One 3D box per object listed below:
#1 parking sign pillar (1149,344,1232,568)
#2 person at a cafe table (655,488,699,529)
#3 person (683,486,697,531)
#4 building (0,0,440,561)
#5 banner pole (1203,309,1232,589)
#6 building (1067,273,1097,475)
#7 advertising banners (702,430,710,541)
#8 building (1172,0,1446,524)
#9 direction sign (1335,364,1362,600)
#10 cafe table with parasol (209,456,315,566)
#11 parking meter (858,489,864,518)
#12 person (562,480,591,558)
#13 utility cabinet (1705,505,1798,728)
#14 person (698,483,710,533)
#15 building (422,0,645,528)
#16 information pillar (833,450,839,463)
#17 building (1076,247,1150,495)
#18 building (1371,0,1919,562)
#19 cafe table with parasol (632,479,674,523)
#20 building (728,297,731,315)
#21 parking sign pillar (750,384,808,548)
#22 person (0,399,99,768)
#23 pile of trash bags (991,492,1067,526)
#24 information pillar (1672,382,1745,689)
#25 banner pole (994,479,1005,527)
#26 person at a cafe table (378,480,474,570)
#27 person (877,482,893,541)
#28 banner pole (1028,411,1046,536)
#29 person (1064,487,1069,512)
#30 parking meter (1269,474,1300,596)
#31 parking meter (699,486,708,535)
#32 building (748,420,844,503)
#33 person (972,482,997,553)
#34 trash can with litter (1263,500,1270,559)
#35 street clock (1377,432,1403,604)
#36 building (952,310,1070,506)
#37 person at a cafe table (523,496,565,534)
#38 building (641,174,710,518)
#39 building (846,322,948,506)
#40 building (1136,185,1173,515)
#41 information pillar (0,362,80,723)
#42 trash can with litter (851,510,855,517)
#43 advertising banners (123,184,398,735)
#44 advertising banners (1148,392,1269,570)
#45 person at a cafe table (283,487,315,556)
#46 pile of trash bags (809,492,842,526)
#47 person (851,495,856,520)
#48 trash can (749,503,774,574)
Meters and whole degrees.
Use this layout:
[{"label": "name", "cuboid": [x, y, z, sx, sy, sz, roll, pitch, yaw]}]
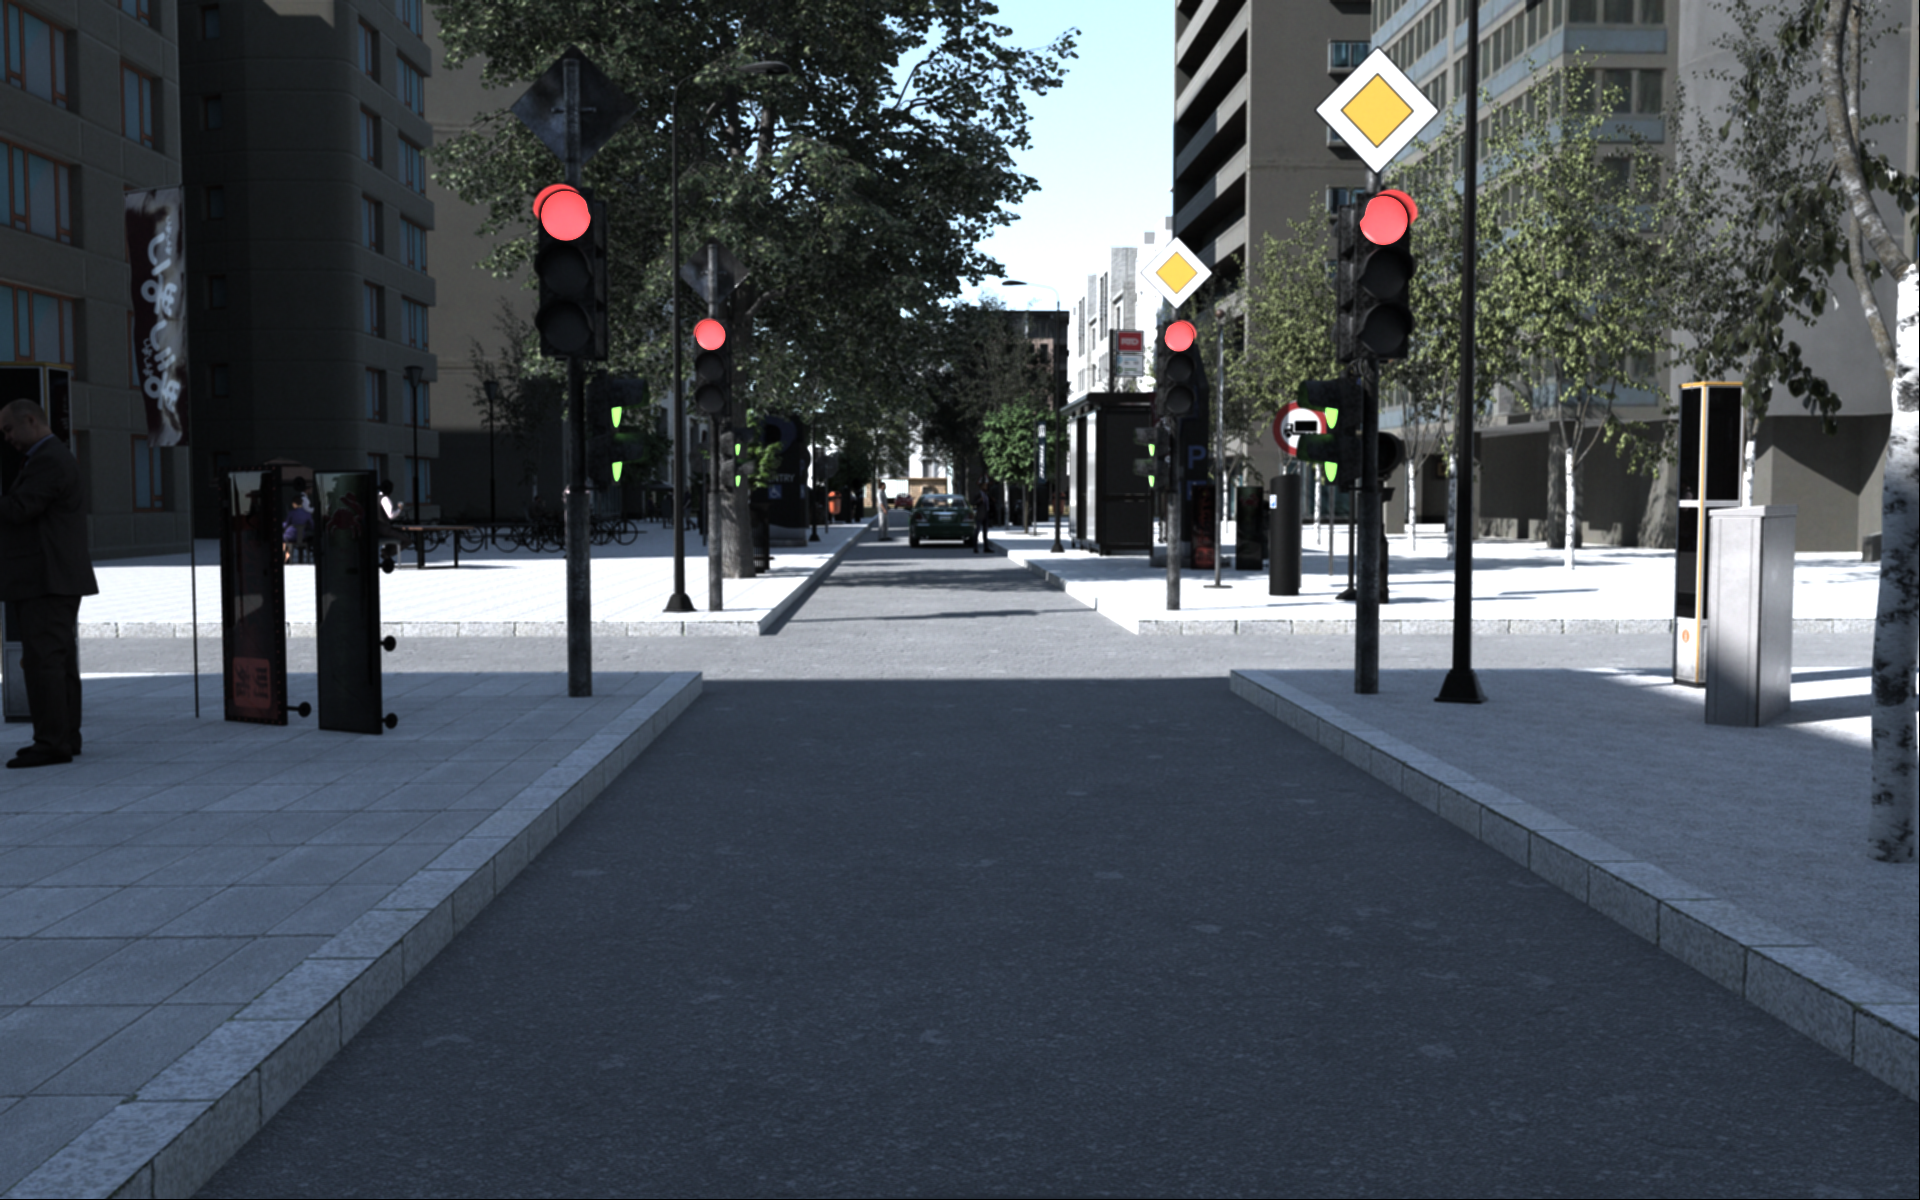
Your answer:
[{"label": "parking sign pillar", "cuboid": [4.068, -2.570, 30.484, 1.447, 3.967, 1.447, 0, 4, -1]}, {"label": "person at a cafe table", "cuboid": [-10.583, -3.441, 64.774, 1.698, 1.524, 1.622, 1, 4, 21]}, {"label": "person", "cuboid": [-9.513, -3.215, 60.811, 0.471, 1.553, 0.569, 1, 4, 9]}, {"label": "building", "cuboid": [-30.766, -12.079, 42.525, 27.650, 21.520, 28.899, 0, 4, -2]}, {"label": "banner pole", "cuboid": [3.506, -2.039, 23.352, 0.401, 3.779, 0.863, 0, 4, 5]}, {"label": "building", "cuboid": [17.788, -18.230, 154.475, 16.016, 20.091, 11.380, 0, 4, -2]}, {"label": "advertising banners", "cuboid": [-6.756, -3.091, 46.731, 0.090, 3.025, 2.074, -1, 4, -18]}, {"label": "building", "cuboid": [22.440, -28.079, 82.787, 21.300, 48.544, 21.600, 0, 4, -2]}, {"label": "direction sign", "cuboid": [4.754, -1.771, 20.960, 0.379, 3.537, 0.876, 1, 4, 23]}, {"label": "cafe table with parasol", "cuboid": [-12.427, -1.638, 31.648, 2.610, 1.966, 2.610, 1, 4, 15]}, {"label": "parking meter", "cuboid": [-5.432, -5.260, 94.416, 0.372, 1.533, 0.369, 0, 3, 0]}, {"label": "person", "cuboid": [-7.596, -1.694, 34.411, 0.551, 1.740, 0.621, -3, 4, -36]}, {"label": "utility cabinet", "cuboid": [4.550, 0.073, 9.970, 0.306, 1.237, 1.020, 2, 4, 35]}, {"label": "person", "cuboid": [-7.790, -2.821, 53.636, 0.593, 1.643, 0.415, -1, 4, -17]}, {"label": "building", "cuboid": [-26.184, -27.606, 75.056, 21.300, 48.544, 21.600, 0, 4, -2]}, {"label": "information pillar", "cuboid": [-6.633, -6.184, 92.457, 0.183, 3.616, 0.504, 3, 5, 40]}, {"label": "building", "cuboid": [18.821, -16.281, 132.659, 16.747, 18.905, 31.486, 0, 4, -2]}, {"label": "building", "cuboid": [25.055, -21.640, 45.689, 23.993, 40.220, 32.217, 0, 4, -2]}, {"label": "cafe table with parasol", "cuboid": [-13.711, -4.495, 78.355, 2.610, 1.966, 2.610, -2, 4, -35]}, {"label": "building", "cuboid": [-24.712, -18.006, 150.813, 11.380, 20.091, 16.016, 0, 4, -2]}, {"label": "parking sign pillar", "cuboid": [-4.445, -3.284, 42.163, 1.447, 3.967, 1.447, 1, 4, 14]}, {"label": "person", "cuboid": [-4.484, -0.097, 8.322, 0.565, 1.739, 0.600, 2, 4, 34]}, {"label": "pile of trash bags", "cuboid": [2.644, -3.713, 70.465, 3.447, 1.369, 1.912, 1, 4, 16]}, {"label": "information pillar", "cuboid": [4.979, -0.430, 11.521, 0.304, 2.012, 0.304, -1, 4, -8]}, {"label": "banner pole", "cuboid": [1.579, -4.726, 67.282, 0.401, 3.779, 0.863, 1, 4, 11]}, {"label": "person at a cafe table", "cuboid": [-9.547, -1.299, 29.755, 1.698, 1.524, 1.622, 3, 5, 40]}, {"label": "person", "cuboid": [-2.303, -2.713, 53.005, 0.789, 1.805, 0.875, 1, 4, 18]}, {"label": "banner pole", "cuboid": [2.388, -3.811, 52.330, 0.401, 3.779, 0.863, -2, 4, -28]}, {"label": "person", "cuboid": [7.670, -7.128, 122.601, 1.348, 1.822, 0.705, 0, 4, -3]}, {"label": "parking meter", "cuboid": [4.104, -0.825, 21.897, 0.372, 1.533, 0.369, 0, 3, 0]}, {"label": "parking meter", "cuboid": [-8.069, -2.839, 54.830, 0.372, 1.533, 0.369, 0, 3, 0]}, {"label": "building", "cuboid": [-26.851, -15.343, 193.012, 28.070, 9.664, 9.099, 0, 4, -2]}, {"label": "person", "cuboid": [0.593, -2.007, 42.141, 0.655, 1.722, 0.431, -3, 5, -41]}, {"label": "trash can with litter", "cuboid": [5.812, -1.407, 34.385, 0.624, 1.170, 1.055, 0, 4, -6]}, {"label": "street clock", "cuboid": [4.895, -0.956, 20.198, 0.471, 2.002, 0.358, 2, 4, 30]}, {"label": "building", "cuboid": [15.711, -21.987, 203.465, 32.646, 21.610, 27.936, 0, 4, -2]}, {"label": "person at a cafe table", "cuboid": [-12.760, -2.651, 54.206, 1.726, 1.238, 1.698, -2, 4, -25]}, {"label": "building", "cuboid": [-25.753, -14.875, 109.671, 16.747, 18.905, 31.486, 0, 4, -2]}, {"label": "building", "cuboid": [-7.240, -20.800, 196.491, 11.380, 20.091, 16.016, 0, 4, -2]}, {"label": "building", "cuboid": [19.452, -15.524, 110.240, 16.016, 20.091, 11.380, 0, 4, -2]}, {"label": "information pillar", "cuboid": [-5.218, -0.324, 9.792, 0.304, 2.012, 0.304, 0, 4, -2]}, {"label": "trash can with litter", "cuboid": [-5.731, -4.900, 91.496, 1.055, 1.170, 0.624, 3, 4, 37]}, {"label": "advertising banners", "cuboid": [-3.922, -0.820, 9.599, 2.074, 3.025, 0.090, 2, 4, 29]}, {"label": "advertising banners", "cuboid": [4.190, -2.027, 29.334, 2.074, 3.025, 0.090, 1, 4, 20]}, {"label": "person at a cafe table", "cuboid": [-12.989, -1.642, 35.357, 1.622, 1.524, 1.698, -3, 4, -39]}, {"label": "pile of trash bags", "cuboid": [-6.129, -3.738, 70.866, 1.912, 1.369, 3.447, 3, 5, 40]}, {"label": "person", "cuboid": [-5.492, -4.730, 86.568, 0.628, 1.438, 0.799, 0, 4, 0]}, {"label": "trash can", "cuboid": [-3.388, -1.002, 28.036, 0.748, 1.137, 0.748, 0, 3, 0]}]
